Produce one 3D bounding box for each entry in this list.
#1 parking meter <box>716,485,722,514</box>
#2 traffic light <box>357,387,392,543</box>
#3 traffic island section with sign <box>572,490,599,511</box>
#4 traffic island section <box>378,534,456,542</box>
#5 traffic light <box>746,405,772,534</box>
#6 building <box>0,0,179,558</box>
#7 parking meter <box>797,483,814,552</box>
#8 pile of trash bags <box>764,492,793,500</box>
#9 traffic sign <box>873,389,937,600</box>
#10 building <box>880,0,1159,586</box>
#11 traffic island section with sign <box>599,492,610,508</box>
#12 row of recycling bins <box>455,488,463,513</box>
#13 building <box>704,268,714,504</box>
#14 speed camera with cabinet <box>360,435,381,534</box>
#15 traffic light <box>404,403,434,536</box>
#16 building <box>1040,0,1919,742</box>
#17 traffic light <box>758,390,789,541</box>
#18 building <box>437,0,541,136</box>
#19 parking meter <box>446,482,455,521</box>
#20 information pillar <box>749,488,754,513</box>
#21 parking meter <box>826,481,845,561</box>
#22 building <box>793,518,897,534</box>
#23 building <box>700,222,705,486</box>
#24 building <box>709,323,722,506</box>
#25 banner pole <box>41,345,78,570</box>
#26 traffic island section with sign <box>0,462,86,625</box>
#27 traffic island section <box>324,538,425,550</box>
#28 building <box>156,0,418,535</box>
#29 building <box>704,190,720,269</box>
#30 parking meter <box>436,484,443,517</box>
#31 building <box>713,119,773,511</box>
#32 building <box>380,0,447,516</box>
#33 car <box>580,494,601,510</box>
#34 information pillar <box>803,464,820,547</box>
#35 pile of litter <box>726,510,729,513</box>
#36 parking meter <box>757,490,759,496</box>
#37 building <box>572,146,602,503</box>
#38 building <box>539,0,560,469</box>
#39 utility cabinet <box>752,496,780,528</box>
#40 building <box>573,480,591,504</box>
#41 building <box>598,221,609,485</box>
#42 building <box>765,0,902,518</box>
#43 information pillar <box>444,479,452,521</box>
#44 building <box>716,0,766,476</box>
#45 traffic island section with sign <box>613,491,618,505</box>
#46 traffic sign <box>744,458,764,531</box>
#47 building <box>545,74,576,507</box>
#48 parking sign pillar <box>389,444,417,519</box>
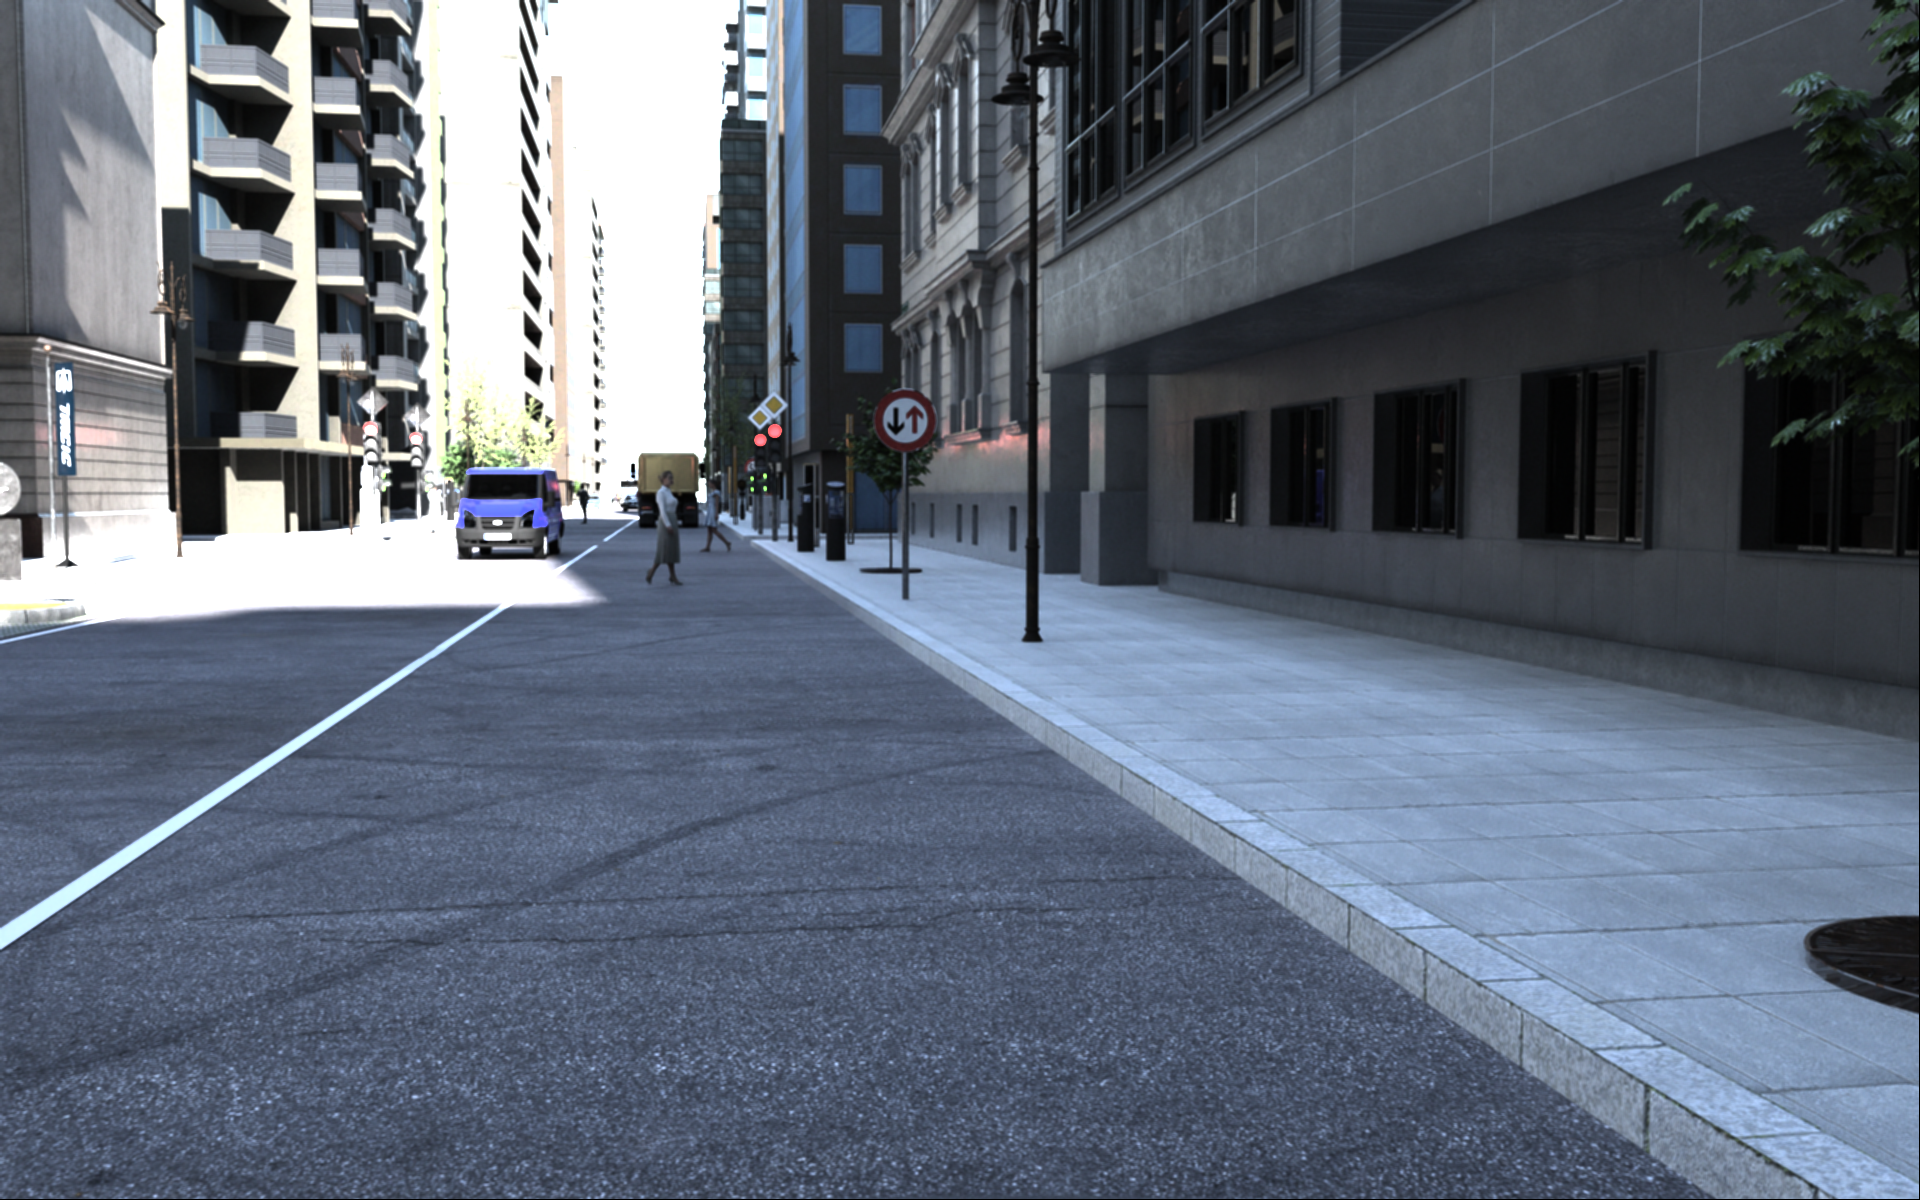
[{"bbox_3d":[-15.597,-6.493,111.879,0.399,1.863,0.255,-1,4,-16],"label":"parking meter"},{"bbox_3d":[-15.327,-3.450,45.323,0.839,4.253,0.868,-1,4,-9],"label":"traffic light"},{"bbox_3d":[-32.585,-8.647,150.000,1.989,1.847,2.006,-1,4,-9],"label":"traffic island section with sign"},{"bbox_3d":[-16.665,-1.899,53.330,2.009,0.180,2.903,-1,4,-9],"label":"traffic island section"},{"bbox_3d":[-6.353,-4.036,54.902,0.839,4.253,0.868,-1,4,-9],"label":"traffic light"},{"bbox_3d":[-28.071,-10.559,37.272,19.286,19.102,10.561,-1,4,-9],"label":"building"},{"bbox_3d":[-3.437,-1.844,38.560,0.372,1.533,0.369,0,3,0],"label":"parking meter"},{"bbox_3d":[-8.367,-4.307,80.179,1.912,1.369,3.447,1,4,11],"label":"pile of trash bags"},{"bbox_3d":[-0.662,-1.280,21.026,0.768,2.556,0.104,0,4,-1],"label":"traffic sign"},{"bbox_3d":[6.271,-15.163,35.301,14.401,28.519,23.554,-1,4,-9],"label":"building"},{"bbox_3d":[-37.069,-10.309,177.176,1.989,1.847,2.006,-1,4,-9],"label":"traffic island section with sign"},{"bbox_3d":[-33.529,-6.712,116.861,3.534,1.692,1.069,-1,4,-11],"label":"row of recycling bins"},{"bbox_3d":[-25.866,-27.612,223.165,14.160,30.474,14.107,-1,4,-9],"label":"building"},{"bbox_3d":[-19.391,-3.834,57.027,0.660,3.252,2.038,-1,4,-16],"label":"speed camera with cabinet"},{"bbox_3d":[-16.624,-3.932,53.202,0.839,4.253,0.868,-1,4,-9],"label":"traffic light"},{"bbox_3d":[10.308,-11.585,8.474,14.314,24.678,30.058,-1,4,-9],"label":"building"},{"bbox_3d":[-5.056,-3.554,47.023,0.839,4.253,0.868,-1,4,-9],"label":"traffic light"},{"bbox_3d":[-44.422,-31.309,135.599,21.300,48.544,21.600,-1,4,-9],"label":"building"},{"bbox_3d":[-24.127,-4.668,82.031,0.255,1.863,0.399,-3,5,-44],"label":"parking meter"},{"bbox_3d":[-14.444,-7.069,120.076,0.304,2.012,0.304,2,4,26],"label":"information pillar"},{"bbox_3d":[-2.398,-1.530,33.421,0.372,1.533,0.369,0,3,0],"label":"parking meter"},{"bbox_3d":[1.085,-25.200,62.136,14.200,45.320,14.600,-1,4,-9],"label":"building"},{"bbox_3d":[-29.588,-37.866,273.740,22.147,44.769,28.867,-1,4,-9],"label":"building"},{"bbox_3d":[-13.448,-21.197,191.610,27.650,21.520,28.899,-1,4,-9],"label":"building"},{"bbox_3d":[-15.102,-2.388,29.066,0.863,3.779,0.401,2,4,27],"label":"banner pole"},{"bbox_3d":[-11.125,-0.671,19.591,1.989,1.847,2.006,-1,4,-9],"label":"traffic island section with sign"},{"bbox_3d":[-15.368,-1.417,45.451,2.009,0.180,2.903,-1,4,-9],"label":"traffic island section"},{"bbox_3d":[-33.073,-25.073,64.575,22.147,44.769,28.867,-1,4,-9],"label":"building"},{"bbox_3d":[-29.838,-36.780,251.470,14.600,45.320,14.200,-1,4,-9],"label":"building"},{"bbox_3d":[-29.620,-5.679,98.556,0.399,1.863,0.255,-1,4,-13],"label":"parking meter"},{"bbox_3d":[-12.013,-22.377,137.558,14.160,30.474,14.107,-1,4,-9],"label":"building"},{"bbox_3d":[-36.895,-25.234,96.170,14.154,41.232,14.086,-1,4,-9],"label":"building"},{"bbox_3d":[-33.561,-8.889,157.340,2.014,1.417,4.499,-1,4,-11],"label":"car"},{"bbox_3d":[-3.592,-2.291,41.944,0.304,2.012,0.304,1,4,16],"label":"information pillar"},{"bbox_3d":[-15.231,-6.270,116.478,1.176,0.858,1.719,1,4,17],"label":"pile of litter"},{"bbox_3d":[-13.875,-6.778,119.230,0.372,1.533,0.369,0,3,0],"label":"parking meter"},{"bbox_3d":[-61.776,-37.853,242.595,21.300,48.544,21.600,-1,4,-9],"label":"building"},{"bbox_3d":[-51.907,-34.853,159.078,28.713,52.752,27.495,-1,4,-9],"label":"building"},{"bbox_3d":[-7.248,-3.275,64.709,1.020,1.237,0.306,0,4,0],"label":"utility cabinet"},{"bbox_3d":[-63.664,-32.244,219.075,32.217,40.220,23.993,-1,4,-9],"label":"building"},{"bbox_3d":[-65.982,-37.488,267.545,22.147,44.769,28.867,-1,4,-9],"label":"building"},{"bbox_3d":[-5.383,-28.353,113.686,14.600,45.320,14.200,-1,4,-9],"label":"building"},{"bbox_3d":[-24.569,-4.815,83.220,0.304,2.012,0.304,-2,4,-34],"label":"information pillar"},{"bbox_3d":[-10.596,-33.064,160.202,23.786,49.044,30.456,-1,4,-9],"label":"building"},{"bbox_3d":[-46.318,-13.745,233.354,1.989,1.847,2.006,-1,4,-9],"label":"traffic island section with sign"},{"bbox_3d":[-7.149,-3.694,60.506,0.768,2.556,0.104,0,4,-2],"label":"traffic sign"},{"bbox_3d":[-47.830,-32.474,181.060,14.600,45.320,14.200,-1,4,-9],"label":"building"},{"bbox_3d":[-28.882,-6.199,89.826,1.447,3.967,1.447,0,4,-4],"label":"parking sign pillar"}]
